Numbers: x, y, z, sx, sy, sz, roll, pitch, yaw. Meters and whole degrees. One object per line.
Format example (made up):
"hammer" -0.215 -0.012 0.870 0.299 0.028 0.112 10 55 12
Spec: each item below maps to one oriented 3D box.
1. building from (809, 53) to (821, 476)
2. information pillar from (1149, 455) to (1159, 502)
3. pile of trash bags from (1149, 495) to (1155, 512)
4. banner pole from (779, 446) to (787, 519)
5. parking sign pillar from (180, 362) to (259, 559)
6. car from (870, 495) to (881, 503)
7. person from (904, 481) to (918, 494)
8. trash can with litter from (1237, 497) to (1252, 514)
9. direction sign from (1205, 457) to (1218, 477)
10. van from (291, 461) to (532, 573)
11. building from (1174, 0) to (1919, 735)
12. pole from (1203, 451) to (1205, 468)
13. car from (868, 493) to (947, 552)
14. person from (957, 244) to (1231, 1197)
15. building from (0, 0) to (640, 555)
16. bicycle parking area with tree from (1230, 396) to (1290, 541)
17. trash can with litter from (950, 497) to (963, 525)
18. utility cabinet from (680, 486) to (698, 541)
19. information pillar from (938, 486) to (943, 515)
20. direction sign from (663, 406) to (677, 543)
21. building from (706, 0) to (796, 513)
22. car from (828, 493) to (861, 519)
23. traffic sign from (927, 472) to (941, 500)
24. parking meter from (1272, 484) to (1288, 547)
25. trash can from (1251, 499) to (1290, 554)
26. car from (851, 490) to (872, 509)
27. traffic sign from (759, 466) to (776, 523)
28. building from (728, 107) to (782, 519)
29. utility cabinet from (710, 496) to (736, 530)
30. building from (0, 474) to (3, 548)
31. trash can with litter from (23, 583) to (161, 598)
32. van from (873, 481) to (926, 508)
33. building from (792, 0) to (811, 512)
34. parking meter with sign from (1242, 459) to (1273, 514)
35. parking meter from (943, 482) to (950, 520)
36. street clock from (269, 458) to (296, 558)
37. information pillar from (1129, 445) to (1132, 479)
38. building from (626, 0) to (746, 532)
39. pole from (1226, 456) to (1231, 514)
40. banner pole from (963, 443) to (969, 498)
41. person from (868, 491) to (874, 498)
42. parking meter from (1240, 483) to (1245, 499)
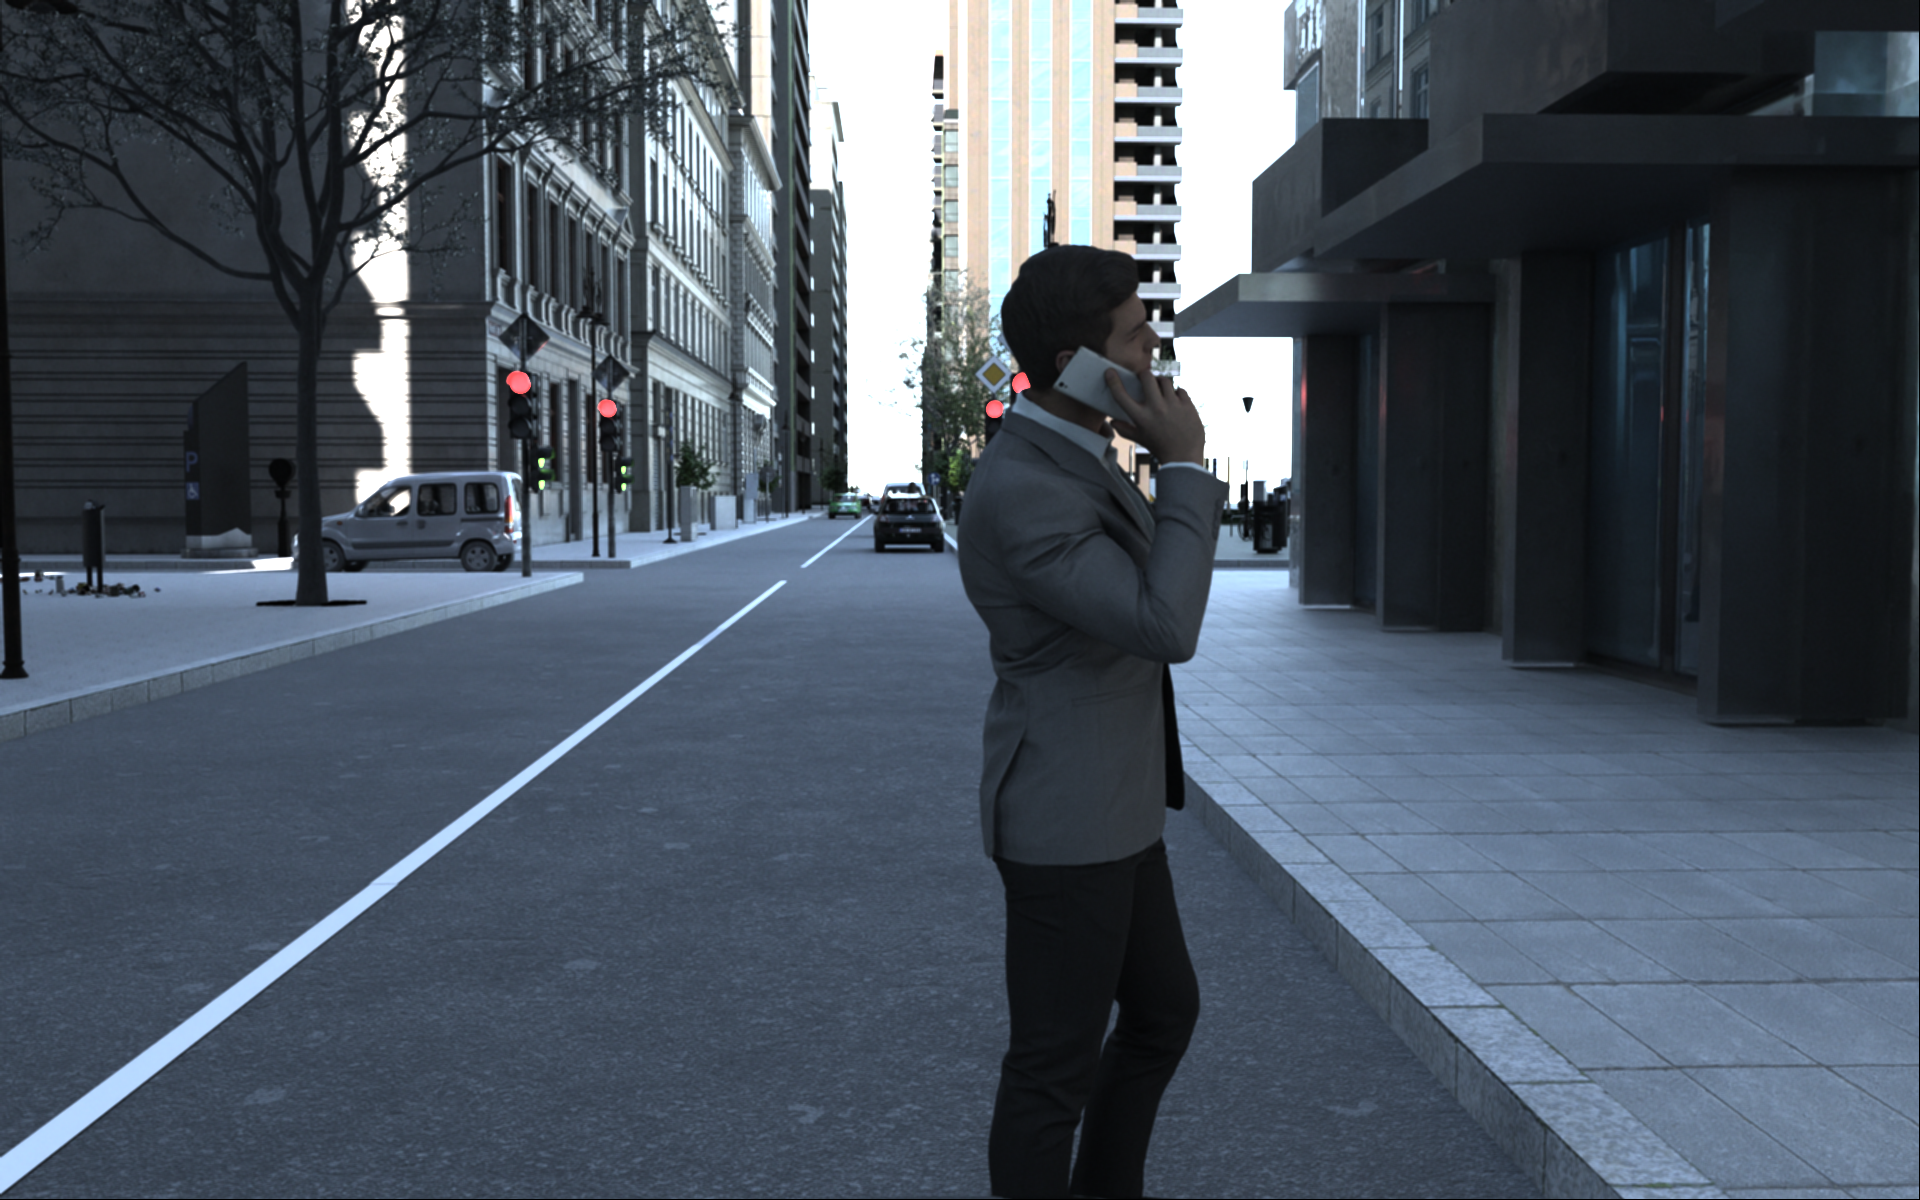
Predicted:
"building" -25.091 -33.038 159.774 23.786 49.044 30.456 0 4 -2
"information pillar" 10.259 -6.123 91.473 0.504 3.616 0.183 -1 4 -12
"pile of trash bags" 6.560 -3.283 63.430 1.912 1.369 3.447 1 4 8
"banner pole" -9.299 -6.121 90.102 0.401 3.779 0.863 1 4 14
"parking sign pillar" -14.923 -2.833 34.797 1.447 3.967 1.447 1 4 23
"car" -11.999 -14.232 245.052 2.083 1.381 4.827 0 4 -1
"person" -1.436 -2.706 52.756 0.555 1.821 0.388 0 4 -5
"trash can with litter" 13.623 -4.464 84.381 1.055 1.170 0.624 -1 4 -21
"direction sign" 15.492 -7.035 107.016 0.876 3.537 0.379 -1 4 -18
"van" -9.895 -1.484 31.280 4.112 2.044 2.013 0 4 -2
"building" 14.562 -23.892 10.251 23.786 49.044 30.456 0 4 -2
"pole" 9.371 -4.469 66.917 0.158 3.312 0.155 0 3 0
"car" -1.316 -2.088 43.924 2.009 1.686 4.222 0 4 -3
"person" 0.223 0.360 2.793 0.473 1.802 0.592 1 4 20
"building" -15.397 -12.828 45.889 11.583 22.565 21.152 0 4 -2
"bicycle parking area with tree" 10.856 -3.841 49.811 8.231 4.147 9.016 3 5 40
"trash can with litter" 0.153 -3.668 71.351 1.055 1.170 0.624 -3 5 -42
"utility cabinet" -7.376 -2.356 47.200 0.318 1.500 1.173 0 4 -1
"information pillar" -1.182 -6.375 108.722 0.304 2.012 0.304 -1 4 -12
"direction sign" -7.585 -3.255 45.210 0.379 3.537 0.876 0 4 0
"building" -18.591 -26.457 116.167 14.154 41.232 14.086 0 4 -2
"car" -6.713 -5.647 101.117 1.959 1.807 4.718 0 4 -1
"traffic sign" -1.503 -6.135 100.412 0.768 2.556 0.104 0 3 0
"parking meter" 7.764 -2.057 42.036 0.372 1.533 0.369 0 3 0
"trash can" 6.658 -1.579 37.472 0.748 1.137 0.748 0 3 0
"car" -9.528 -9.549 164.796 2.281 1.827 5.304 0 4 -2
"traffic sign" -8.618 -4.731 77.451 0.768 2.556 0.104 0 4 -1
"building" -16.072 -16.361 96.380 11.050 23.489 19.941 0 4 -2
"utility cabinet" -8.465 -3.100 61.850 0.306 1.237 1.020 3 5 40
"building" -30.632 -12.870 40.098 15.834 23.373 12.332 0 4 -2
"trash can with litter" -11.075 -0.677 22.121 1.678 1.210 2.233 -3 5 -40
"van" -1.916 -3.142 58.380 2.013 2.044 4.112 0 4 -3
"building" -22.818 -31.203 133.873 21.300 48.544 21.600 0 4 -2
"parking meter with sign" 14.971 -5.516 86.448 1.738 3.016 0.543 3 4 39
"parking meter" -0.670 -4.858 85.137 0.255 1.863 0.399 2 4 27
"street clock" -13.685 -1.863 35.026 0.471 2.002 0.358 0 4 1
"information pillar" 8.188 -5.611 83.098 0.183 3.616 0.504 1 4 9
"building" -18.148 -14.561 71.355 16.112 22.955 30.059 0 4 -2
"pole" 14.230 -5.990 91.776 0.158 3.312 0.155 0 3 0
"banner pole" 0.287 -5.806 84.952 0.401 3.779 0.863 -1 4 -22
"person" -12.215 -13.678 232.152 1.348 1.821 0.705 1 4 9
"parking meter" 15.178 -5.338 92.995 0.255 1.863 0.399 2 4 25
